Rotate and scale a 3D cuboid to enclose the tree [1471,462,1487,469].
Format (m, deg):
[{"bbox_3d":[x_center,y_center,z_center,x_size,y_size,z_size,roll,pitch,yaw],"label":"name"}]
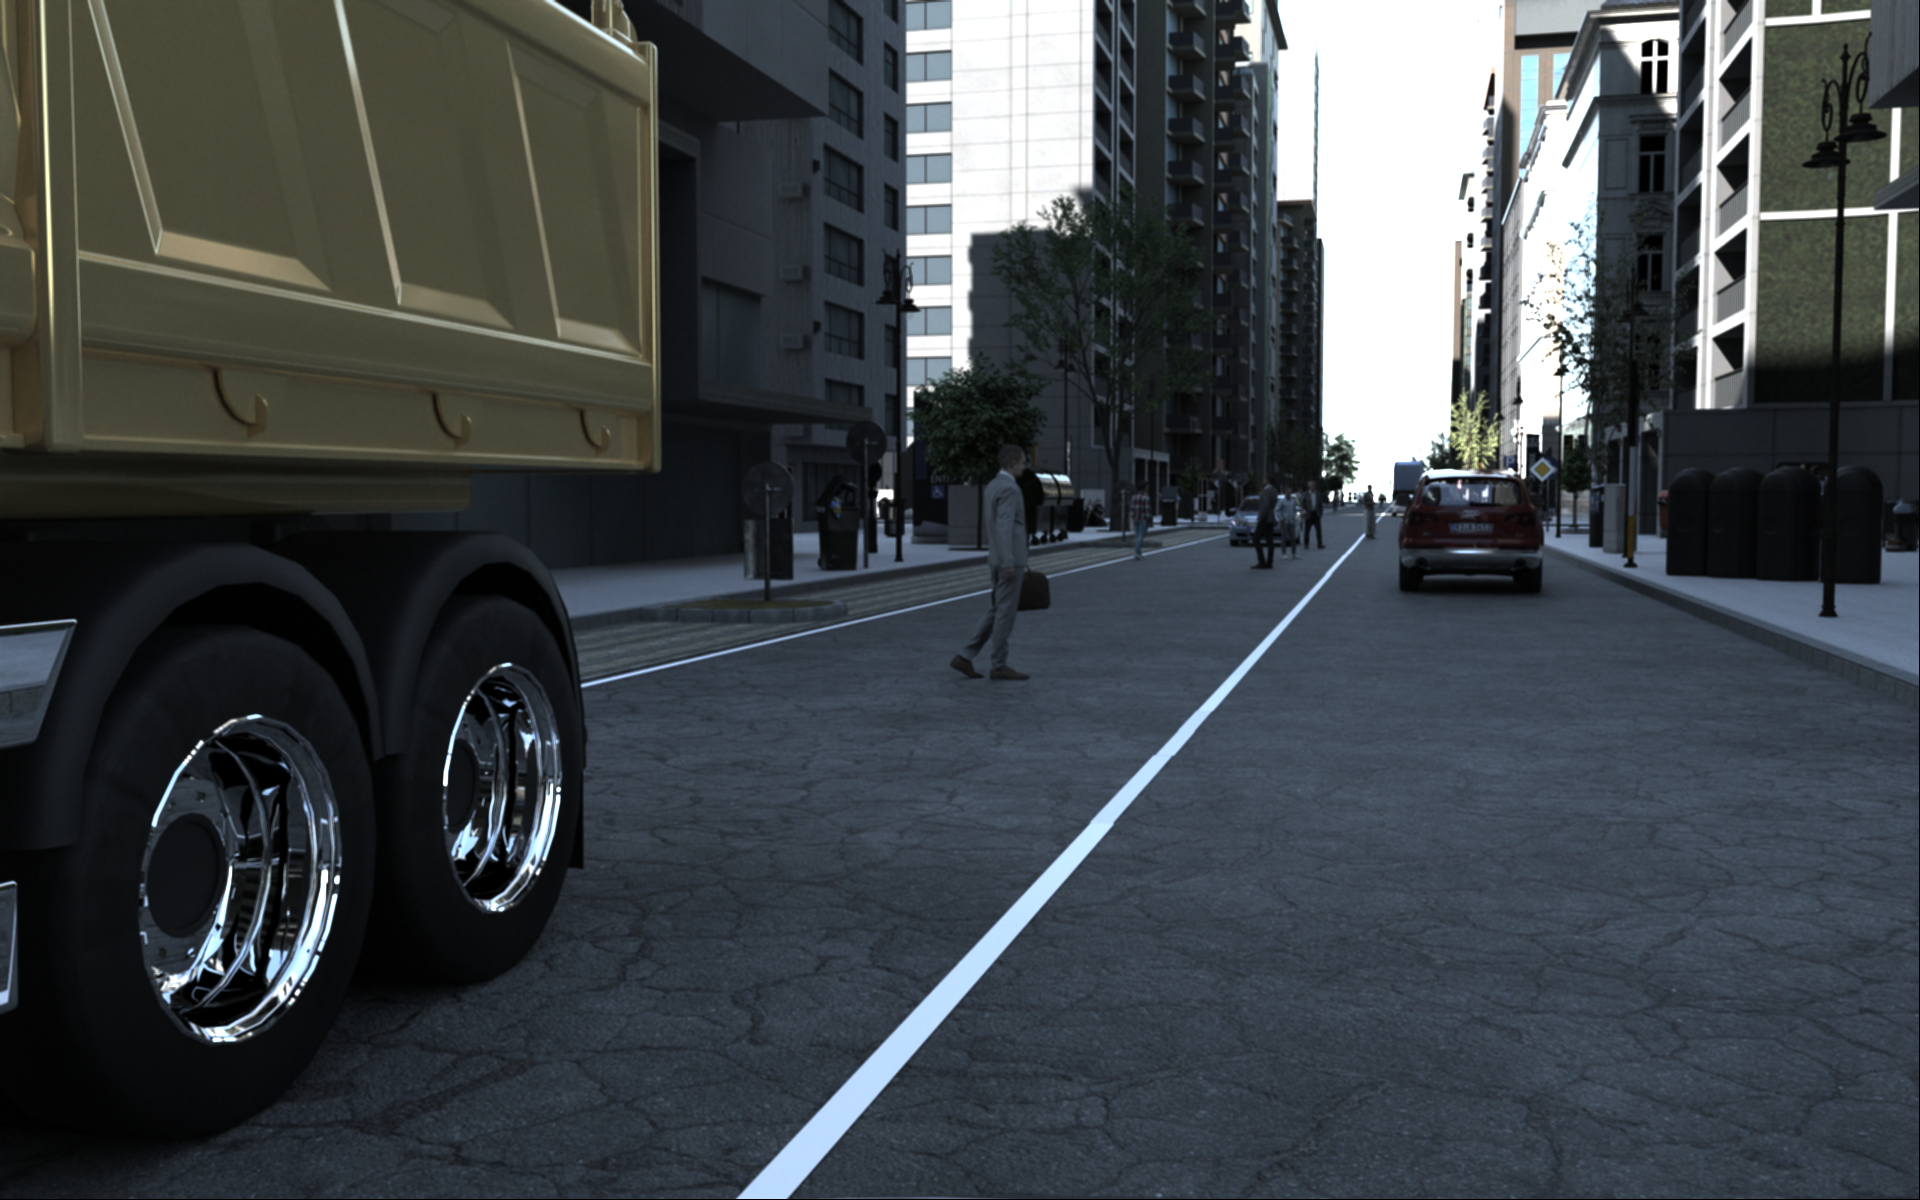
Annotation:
[{"bbox_3d":[31.286,-6.749,104.954,1.663,3.219,1.824,0,3,0],"label":"tree"}]

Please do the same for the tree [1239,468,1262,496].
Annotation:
[{"bbox_3d":[19.407,-7.481,116.912,1.663,3.219,1.824,0,3,0],"label":"tree"}]

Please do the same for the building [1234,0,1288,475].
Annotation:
[{"bbox_3d":[19.011,-36.288,182.555,28.713,52.752,27.495,1,4,14],"label":"building"}]

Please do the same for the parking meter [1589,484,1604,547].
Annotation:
[{"bbox_3d":[15.408,-2.044,41.831,0.372,1.533,0.369,0,3,0],"label":"parking meter"}]

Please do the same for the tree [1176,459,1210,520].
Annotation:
[{"bbox_3d":[11.652,-5.668,87.273,1.663,3.219,1.824,0,3,0],"label":"tree"}]

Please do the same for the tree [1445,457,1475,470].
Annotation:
[{"bbox_3d":[44.136,-10.326,152.535,4.285,4.588,4.351,0,3,0],"label":"tree"}]

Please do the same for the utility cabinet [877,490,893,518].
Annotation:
[{"bbox_3d":[-4.047,-5.029,90.902,1.173,1.500,0.318,-2,4,-25],"label":"utility cabinet"}]

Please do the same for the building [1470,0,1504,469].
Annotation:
[{"bbox_3d":[70.572,-40.322,201.260,21.231,58.520,28.212,1,4,14],"label":"building"}]

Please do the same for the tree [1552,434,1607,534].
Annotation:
[{"bbox_3d":[19.971,-3.776,56.346,1.663,3.219,1.824,0,3,0],"label":"tree"}]

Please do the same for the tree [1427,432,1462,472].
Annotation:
[{"bbox_3d":[56.991,-15.407,202.270,4.360,8.622,3.978,0,3,0],"label":"tree"}]

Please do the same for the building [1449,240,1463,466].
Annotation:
[{"bbox_3d":[90.325,-39.330,293.158,14.600,45.320,14.200,1,4,14],"label":"building"}]

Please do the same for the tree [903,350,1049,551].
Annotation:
[{"bbox_3d":[0.365,-3.423,39.678,4.285,4.588,4.351,0,3,0],"label":"tree"}]

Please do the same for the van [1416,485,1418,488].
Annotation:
[{"bbox_3d":[18.234,-3.653,66.741,2.013,2.044,4.112,1,4,14],"label":"van"}]

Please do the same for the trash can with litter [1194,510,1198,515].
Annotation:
[{"bbox_3d":[14.285,-5.852,107.068,1.055,1.170,0.624,-2,4,-25],"label":"trash can with litter"}]

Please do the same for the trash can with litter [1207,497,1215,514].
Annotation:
[{"bbox_3d":[15.975,-6.018,109.780,0.624,1.170,1.055,-3,5,-43],"label":"trash can with litter"}]

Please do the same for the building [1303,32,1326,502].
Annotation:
[{"bbox_3d":[48.467,-51.215,275.615,20.563,71.187,20.611,1,4,14],"label":"building"}]

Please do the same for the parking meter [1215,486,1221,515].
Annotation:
[{"bbox_3d":[15.918,-6.191,106.926,0.399,1.863,0.255,0,4,6],"label":"parking meter"}]

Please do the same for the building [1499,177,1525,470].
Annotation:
[{"bbox_3d":[49.824,-20.821,133.929,14.314,27.812,24.014,1,4,14],"label":"building"}]

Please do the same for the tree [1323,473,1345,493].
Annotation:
[{"bbox_3d":[55.979,-16.870,259.529,4.285,4.588,4.351,0,3,0],"label":"tree"}]

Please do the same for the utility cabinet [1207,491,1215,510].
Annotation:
[{"bbox_3d":[17.097,-6.683,117.946,1.173,1.500,0.318,-1,4,-9],"label":"utility cabinet"}]

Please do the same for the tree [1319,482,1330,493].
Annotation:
[{"bbox_3d":[52.151,-15.399,246.371,1.663,3.219,1.824,0,3,0],"label":"tree"}]

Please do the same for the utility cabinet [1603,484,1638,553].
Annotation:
[{"bbox_3d":[14.442,-1.783,37.831,0.318,1.500,1.173,3,5,42],"label":"utility cabinet"}]

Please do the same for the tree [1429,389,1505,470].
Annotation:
[{"bbox_3d":[35.609,-10.406,120.494,4.737,8.622,4.395,0,3,0],"label":"tree"}]

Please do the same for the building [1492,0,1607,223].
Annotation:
[{"bbox_3d":[54.730,-30.799,153.678,14.600,45.320,14.200,1,4,14],"label":"building"}]

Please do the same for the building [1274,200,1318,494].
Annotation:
[{"bbox_3d":[40.478,-36.587,252.815,22.147,44.769,28.867,1,4,14],"label":"building"}]

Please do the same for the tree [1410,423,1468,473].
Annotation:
[{"bbox_3d":[63.286,-17.996,228.643,8.767,10.594,7.601,1,4,15],"label":"tree"}]

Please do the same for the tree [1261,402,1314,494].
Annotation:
[{"bbox_3d":[25.751,-11.463,137.789,4.360,8.622,3.978,0,3,0],"label":"tree"}]

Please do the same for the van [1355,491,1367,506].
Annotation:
[{"bbox_3d":[49.215,-12.499,211.365,2.013,2.044,4.112,1,4,13],"label":"van"}]

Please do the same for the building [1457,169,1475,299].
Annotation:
[{"bbox_3d":[92.691,-41.688,270.835,28.713,52.752,27.495,1,4,14],"label":"building"}]

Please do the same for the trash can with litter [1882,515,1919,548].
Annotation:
[{"bbox_3d":[22.811,-1.862,41.508,2.233,1.210,1.678,-1,4,-9],"label":"trash can with litter"}]

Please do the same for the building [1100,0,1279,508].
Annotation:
[{"bbox_3d":[28.913,-46.850,204.249,20.563,71.187,20.611,1,4,14],"label":"building"}]

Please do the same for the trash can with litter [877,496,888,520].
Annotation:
[{"bbox_3d":[-4.059,-4.589,86.424,1.055,1.170,0.624,2,4,26],"label":"trash can with litter"}]

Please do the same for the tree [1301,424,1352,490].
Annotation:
[{"bbox_3d":[47.847,-17.851,226.271,7.601,10.594,8.767,2,4,32],"label":"tree"}]

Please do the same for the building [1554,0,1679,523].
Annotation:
[{"bbox_3d":[51.025,-18.529,79.359,44.131,29.872,17.030,1,4,14],"label":"building"}]

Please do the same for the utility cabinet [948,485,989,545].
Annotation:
[{"bbox_3d":[0.306,-2.087,42.794,1.173,1.500,0.318,0,4,7],"label":"utility cabinet"}]

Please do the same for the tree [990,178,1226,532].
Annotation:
[{"bbox_3d":[5.138,-8.129,58.671,9.928,11.665,9.643,0,3,0],"label":"tree"}]

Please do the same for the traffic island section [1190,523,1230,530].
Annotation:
[{"bbox_3d":[10.551,-2.969,70.818,2.009,0.180,2.903,1,4,14],"label":"traffic island section"}]

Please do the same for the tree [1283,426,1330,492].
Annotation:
[{"bbox_3d":[39.225,-14.849,193.138,4.737,8.622,4.395,0,3,0],"label":"tree"}]

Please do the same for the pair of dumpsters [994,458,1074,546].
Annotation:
[{"bbox_3d":[1.835,-2.602,45.034,1.574,2.255,4.437,1,4,14],"label":"pair of dumpsters"}]

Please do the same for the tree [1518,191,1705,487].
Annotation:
[{"bbox_3d":[16.058,-5.668,43.030,4.360,8.622,3.978,0,3,0],"label":"tree"}]

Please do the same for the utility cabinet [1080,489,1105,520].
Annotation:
[{"bbox_3d":[6.410,-4.595,83.808,1.173,1.500,0.318,-2,4,-24],"label":"utility cabinet"}]

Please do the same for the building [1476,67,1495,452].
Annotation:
[{"bbox_3d":[63.871,-31.765,173.987,22.147,44.769,28.867,1,4,14],"label":"building"}]

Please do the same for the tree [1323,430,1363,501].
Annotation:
[{"bbox_3d":[67.380,-23.684,305.362,7.486,12.596,7.792,0,3,0],"label":"tree"}]

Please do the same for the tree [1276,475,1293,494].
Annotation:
[{"bbox_3d":[29.939,-10.130,160.228,1.663,3.219,1.824,0,3,0],"label":"tree"}]

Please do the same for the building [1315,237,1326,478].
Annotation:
[{"bbox_3d":[54.433,-39.375,293.894,14.600,45.320,14.200,1,4,14],"label":"building"}]

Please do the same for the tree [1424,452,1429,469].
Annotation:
[{"bbox_3d":[59.228,-16.041,212.637,4.737,8.622,4.395,0,3,0],"label":"tree"}]

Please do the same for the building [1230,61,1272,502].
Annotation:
[{"bbox_3d":[21.099,-29.183,160.734,14.154,41.232,14.086,1,4,14],"label":"building"}]

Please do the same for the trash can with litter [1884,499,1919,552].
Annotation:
[{"bbox_3d":[21.073,-1.665,38.611,1.055,1.170,0.624,-3,5,-42],"label":"trash can with litter"}]

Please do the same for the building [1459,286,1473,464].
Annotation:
[{"bbox_3d":[80.092,-29.414,252.626,14.160,30.474,14.107,1,4,14],"label":"building"}]
